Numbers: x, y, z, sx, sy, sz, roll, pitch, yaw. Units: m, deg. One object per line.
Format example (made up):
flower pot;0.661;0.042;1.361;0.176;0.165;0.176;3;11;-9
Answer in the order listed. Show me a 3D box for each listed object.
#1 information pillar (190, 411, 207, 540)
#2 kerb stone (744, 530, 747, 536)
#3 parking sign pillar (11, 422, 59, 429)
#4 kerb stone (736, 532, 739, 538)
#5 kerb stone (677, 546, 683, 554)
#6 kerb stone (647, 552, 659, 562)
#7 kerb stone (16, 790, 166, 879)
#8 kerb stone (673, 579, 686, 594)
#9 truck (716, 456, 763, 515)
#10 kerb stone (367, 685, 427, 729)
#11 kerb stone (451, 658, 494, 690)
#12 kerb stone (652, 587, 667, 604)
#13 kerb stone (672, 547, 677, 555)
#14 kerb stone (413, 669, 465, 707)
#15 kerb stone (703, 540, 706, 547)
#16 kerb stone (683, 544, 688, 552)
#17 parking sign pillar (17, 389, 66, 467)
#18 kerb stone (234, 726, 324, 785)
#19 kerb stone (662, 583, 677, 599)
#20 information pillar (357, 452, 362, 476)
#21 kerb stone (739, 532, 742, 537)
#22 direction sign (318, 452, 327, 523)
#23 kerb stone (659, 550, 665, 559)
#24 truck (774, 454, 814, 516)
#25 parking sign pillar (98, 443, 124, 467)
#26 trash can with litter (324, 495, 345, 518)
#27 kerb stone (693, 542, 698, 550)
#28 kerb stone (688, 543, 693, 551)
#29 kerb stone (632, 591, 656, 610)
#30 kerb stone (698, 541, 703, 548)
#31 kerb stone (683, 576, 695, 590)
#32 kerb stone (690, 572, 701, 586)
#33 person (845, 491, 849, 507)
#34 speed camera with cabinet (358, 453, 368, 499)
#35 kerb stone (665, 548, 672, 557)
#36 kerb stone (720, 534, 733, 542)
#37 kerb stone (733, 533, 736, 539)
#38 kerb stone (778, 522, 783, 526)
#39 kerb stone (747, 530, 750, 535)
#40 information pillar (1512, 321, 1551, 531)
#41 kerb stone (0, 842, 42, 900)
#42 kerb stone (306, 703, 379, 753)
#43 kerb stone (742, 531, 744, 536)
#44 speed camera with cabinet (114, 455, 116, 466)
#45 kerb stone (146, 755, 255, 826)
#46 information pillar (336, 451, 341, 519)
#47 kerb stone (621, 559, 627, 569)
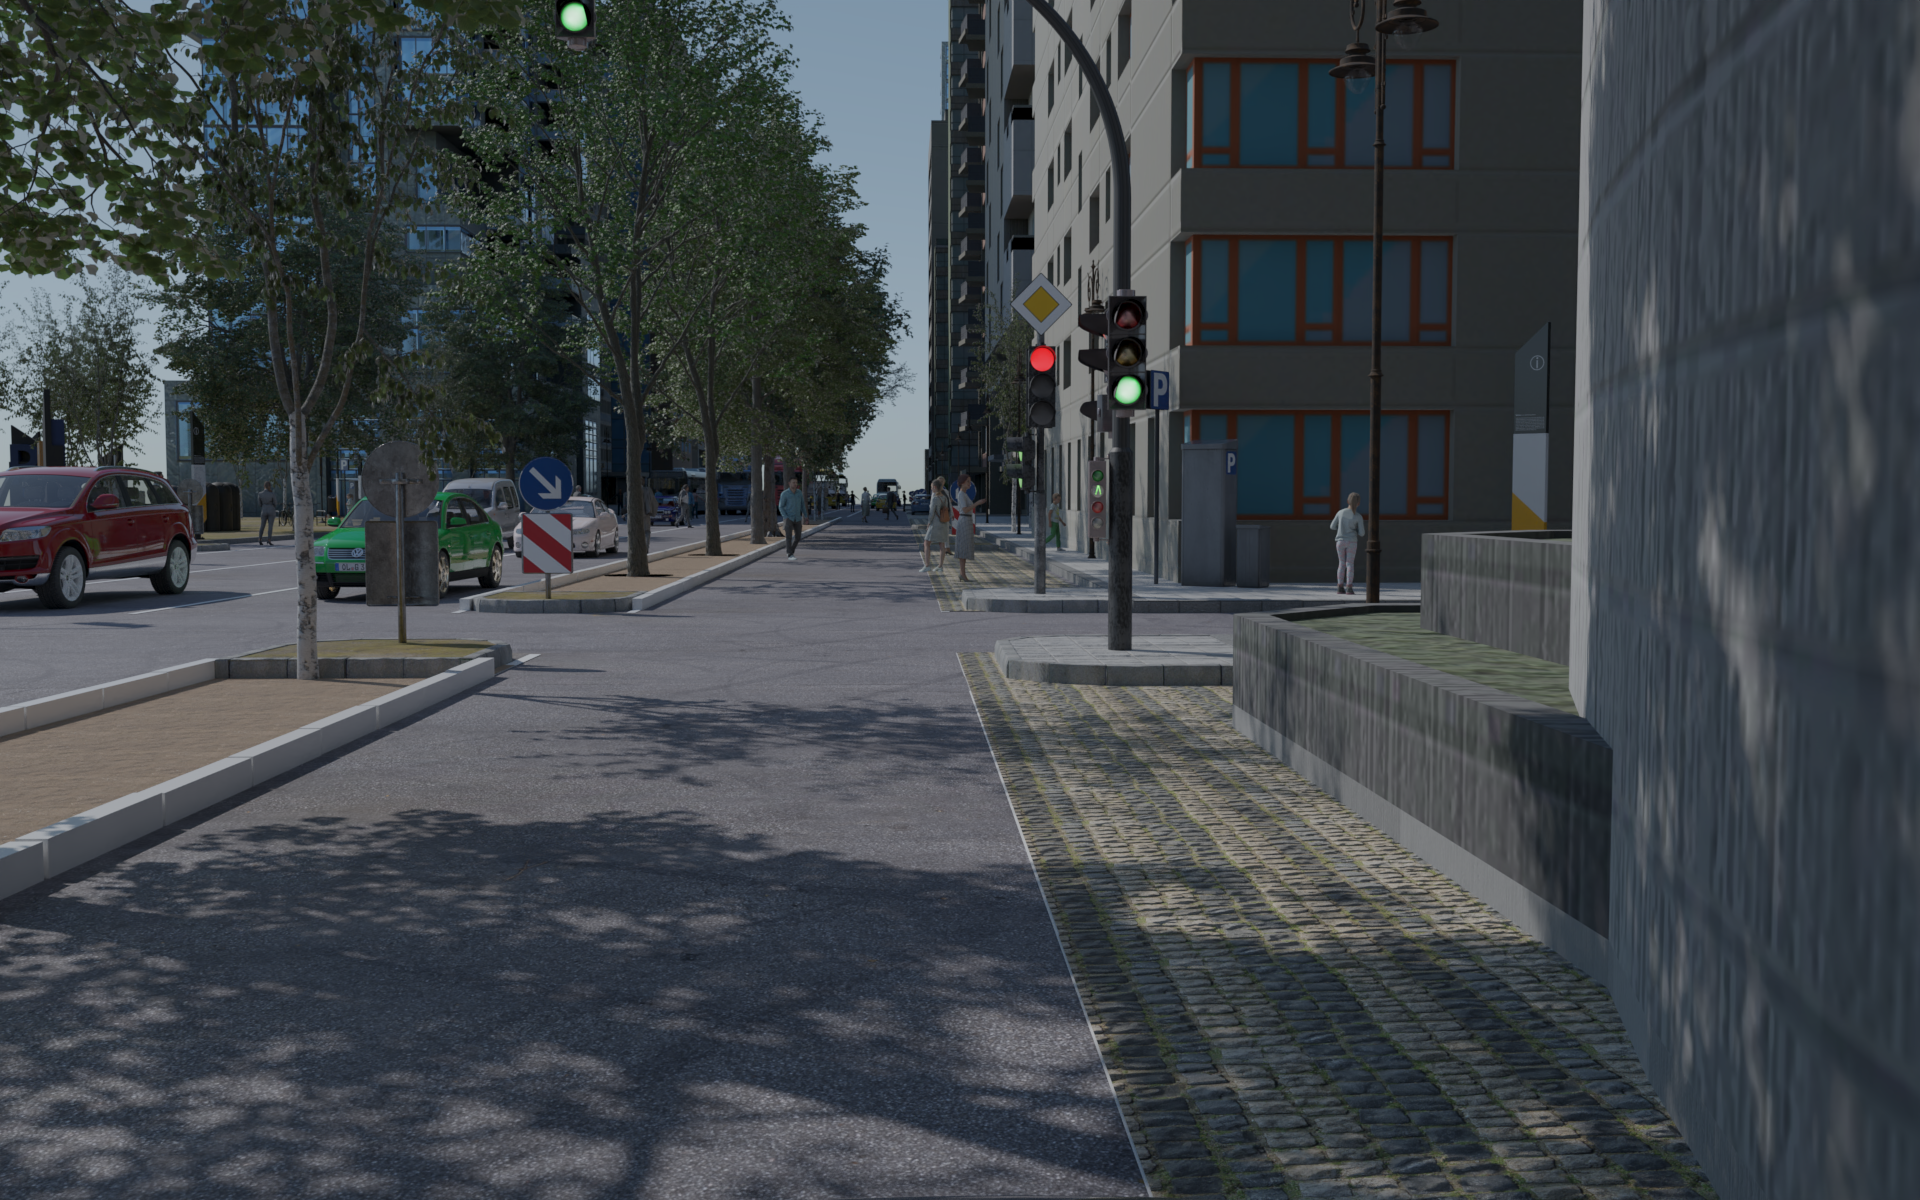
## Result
information pillar;-21.572;-3.528;49.040;0.183;3.616;0.504;1;4;16
kerb stone;-7.389;-2.228;58.621;0.120;0.150;1.000;0;4;-2
parking sign pillar;-36.284;-4.833;67.484;1.447;3.967;1.447;0;4;-5
kerb stone;-7.281;-2.034;55.535;0.120;0.150;1.000;0;4;-2
kerb stone;-6.783;-1.163;41.214;0.120;0.150;1.000;0;4;-2
kerb stone;-6.632;-0.911;37.128;0.120;0.150;1.000;0;4;-2
kerb stone;-3.471;0.933;6.945;0.120;0.150;1.000;0;4;-2
kerb stone;-4.108;-0.162;24.921;0.120;0.150;1.000;0;4;-2
truck;-15.301;-8.274;125.039;2.967;4.110;18.799;0;4;-1
kerb stone;-3.614;0.686;11.043;0.120;0.150;1.000;0;4;-2
kerb stone;-3.696;0.558;13.086;0.120;0.150;1.000;0;4;-2
kerb stone;-4.034;-0.042;22.876;0.120;0.150;1.000;0;4;-2
kerb stone;-6.744;-1.097;40.193;0.120;0.150;1.000;0;4;-2
kerb stone;-3.655;0.626;12.065;0.120;0.150;1.000;0;4;-2
kerb stone;-6.964;-1.472;46.330;0.120;0.150;1.000;0;4;-2
kerb stone;-6.814;-1.226;42.241;0.120;0.150;1.000;0;4;-2
parking sign pillar;-23.664;-3.471;45.218;1.447;3.967;1.447;-2;4;-30
kerb stone;-3.543;0.812;8.989;0.120;0.150;1.000;0;4;-2
kerb stone;-4.071;-0.104;23.897;0.120;0.150;1.000;0;4;-2
information pillar;-33.108;-6.375;95.590;0.183;3.616;0.504;-3;5;-40
kerb stone;-7.317;-2.102;56.565;0.120;0.150;1.000;0;4;-2
direction sign;-28.151;-5.160;76.355;0.379;3.537;0.876;-1;4;-15
kerb stone;-6.674;-0.973;38.149;0.120;0.150;1.000;0;4;-2
truck;-11.515;-7.889;117.894;2.839;4.237;11.283;0;4;-1
parking sign pillar;-44.729;-6.280;91.148;1.447;3.967;1.447;3;4;36
trash can with litter;-33.196;-5.004;92.877;2.233;1.210;1.678;-3;5;-41
kerb stone;-6.892;-1.351;44.287;0.120;0.150;1.000;0;4;-2
kerb stone;-6.851;-1.285;43.262;0.120;0.150;1.000;0;4;-2
kerb stone;-3.996;0.027;21.851;0.120;0.150;1.000;0;4;-2
kerb stone;-6.920;-1.411;45.309;0.120;0.150;1.000;0;4;-2
kerb stone;-4.134;-0.229;25.942;0.120;0.150;1.000;0;4;-2
kerb stone;-4.185;-0.292;26.963;0.120;0.150;1.000;0;4;-2
person;-12.356;-11.035;189.457;0.617;1.759;0.750;-1;4;-11
speed camera with cabinet;-27.605;-5.403;82.679;2.038;3.252;0.660;-2;4;-31
kerb stone;-6.700;-1.033;39.170;0.120;0.150;1.000;0;4;-2
kerb stone;-7.209;-1.912;53.492;0.120;0.150;1.000;0;4;-2
kerb stone;-7.246;-1.971;54.514;0.120;0.150;1.000;0;4;-2
kerb stone;-8.104;-3.478;79.098;0.120;0.150;1.000;0;4;-2
kerb stone;-7.435;-2.286;59.642;0.120;0.150;1.000;0;4;-2
information pillar;7.833;-1.980;23.734;0.504;3.616;0.183;3;5;43
kerb stone;-3.439;1.000;5.917;0.120;0.150;1.000;0;4;-2
kerb stone;-3.586;0.747;10.012;0.120;0.150;1.000;0;4;-2
kerb stone;-7.357;-2.165;57.586;0.120;0.150;1.000;0;4;-2
speed camera with cabinet;-42.083;-5.703;87.587;2.038;3.252;0.660;2;4;30
kerb stone;-3.505;0.876;7.967;0.120;0.150;1.000;0;4;-2
information pillar;-32.633;-6.084;90.823;0.183;3.616;0.504;-2;4;-27
kerb stone;-6.498;-0.661;33.005;0.120;0.150;1.000;0;4;-2
